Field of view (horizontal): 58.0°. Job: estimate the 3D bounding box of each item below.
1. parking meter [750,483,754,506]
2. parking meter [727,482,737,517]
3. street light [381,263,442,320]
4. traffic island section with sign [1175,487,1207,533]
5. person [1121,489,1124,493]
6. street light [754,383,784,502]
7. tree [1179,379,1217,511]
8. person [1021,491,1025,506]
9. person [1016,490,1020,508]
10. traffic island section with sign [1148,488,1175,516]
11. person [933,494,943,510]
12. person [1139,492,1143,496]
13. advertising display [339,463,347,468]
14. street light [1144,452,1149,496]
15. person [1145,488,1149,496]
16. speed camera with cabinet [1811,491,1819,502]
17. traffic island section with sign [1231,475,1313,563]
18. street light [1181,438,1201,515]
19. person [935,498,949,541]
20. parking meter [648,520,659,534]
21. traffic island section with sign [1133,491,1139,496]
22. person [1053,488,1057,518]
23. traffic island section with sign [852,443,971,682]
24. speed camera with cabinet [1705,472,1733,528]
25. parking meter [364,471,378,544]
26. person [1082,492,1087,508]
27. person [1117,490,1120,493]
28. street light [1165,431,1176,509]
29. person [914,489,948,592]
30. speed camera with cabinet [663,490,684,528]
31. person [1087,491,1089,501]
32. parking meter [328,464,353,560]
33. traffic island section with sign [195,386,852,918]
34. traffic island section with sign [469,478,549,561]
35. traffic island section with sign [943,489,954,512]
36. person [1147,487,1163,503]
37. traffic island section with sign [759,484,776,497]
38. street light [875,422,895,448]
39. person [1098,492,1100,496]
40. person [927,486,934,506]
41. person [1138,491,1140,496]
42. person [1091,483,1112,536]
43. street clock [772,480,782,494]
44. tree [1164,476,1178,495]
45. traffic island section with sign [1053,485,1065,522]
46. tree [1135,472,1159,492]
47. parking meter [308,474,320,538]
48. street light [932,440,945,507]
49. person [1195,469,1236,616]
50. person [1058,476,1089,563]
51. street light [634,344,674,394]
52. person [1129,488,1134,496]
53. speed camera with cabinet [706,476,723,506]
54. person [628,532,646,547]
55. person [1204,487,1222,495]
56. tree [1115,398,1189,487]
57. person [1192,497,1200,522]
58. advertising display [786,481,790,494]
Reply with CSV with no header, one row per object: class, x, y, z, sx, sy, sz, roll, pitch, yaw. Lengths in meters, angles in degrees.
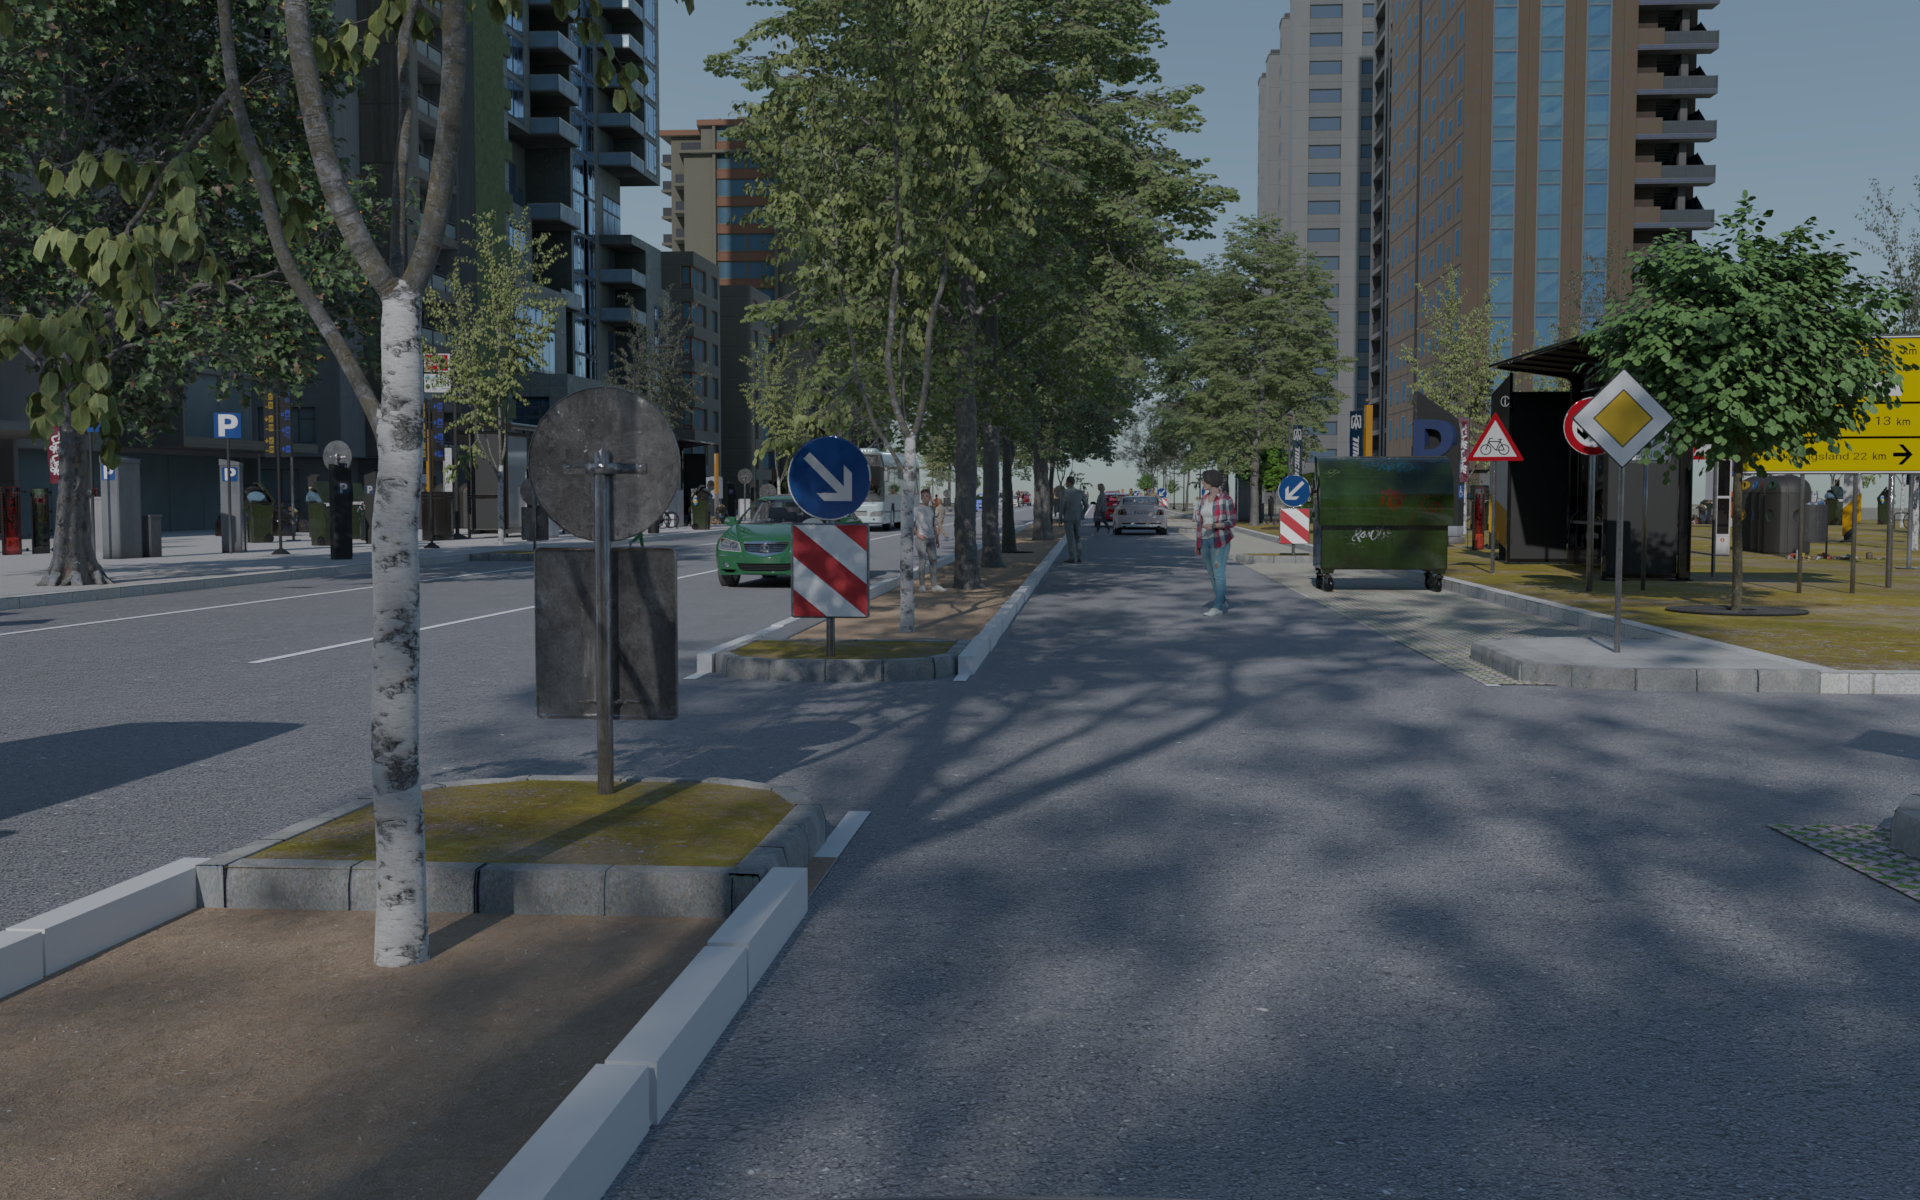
parking meter,-10.560,-5.048,88.250,0.255,1.863,0.399,-1,4,-12
parking meter,-10.940,-4.736,83.140,0.399,1.863,0.255,0,4,4
street light,-11.106,-3.819,34.980,1.470,5.913,1.316,0,4,5
traffic island section with sign,9.053,-3.371,63.745,1.989,1.847,2.006,0,4,5
person,9.765,-5.800,103.882,0.990,1.755,0.434,1,4,20
street light,-8.089,-6.137,72.886,1.470,5.913,1.316,0,4,5
tree,17.939,-12.239,134.524,7.601,10.594,8.767,1,4,15
person,7.232,-11.741,200.993,0.721,1.766,1.217,1,4,15
person,6.108,-10.653,182.689,0.705,1.822,1.348,0,4,2
traffic island section with sign,13.102,-6.413,113.479,1.989,1.847,2.006,0,4,5
person,-1.379,-5.440,100.696,1.065,1.426,0.557,-2,4,-33
person,8.482,-4.272,80.941,0.523,1.515,0.503,2,4,31
advertising display,-12.783,-1.879,35.934,0.123,1.923,0.974,-1,4,-17
street light,21.063,-13.279,189.646,1.470,5.913,1.316,0,4,5
person,11.278,-5.838,104.042,0.705,1.812,1.348,0,4,-2
speed camera with cabinet,39.125,-5.312,81.183,2.038,3.252,0.660,2,4,33
traffic island section with sign,6.851,-1.706,36.513,1.989,1.847,2.006,0,4,5
street light,14.437,-8.285,107.995,1.470,5.913,1.316,0,4,5
person,-0.612,-2.440,52.659,0.640,1.303,0.475,2,4,24
parking meter,-9.981,-2.934,56.385,0.372,1.533,0.369,0,3,0
traffic island section with sign,15.311,-8.075,140.648,1.989,1.847,2.006,0,4,5
person,5.698,-5.927,105.494,1.348,1.812,0.705,0,3,0
traffic island section with sign,-0.965,-0.371,14.197,2.006,1.907,1.989,0,4,5
speed camera with cabinet,29.464,-4.400,66.270,2.038,3.252,0.660,-2,4,-26
parking meter,-15.059,-2.368,44.434,0.399,1.863,0.255,1,4,21
person,11.062,-8.854,154.180,0.541,1.710,0.530,1,4,19
person,11.609,-7.228,127.461,1.217,1.735,0.721,2,4,31
street light,15.898,-9.454,127.110,1.470,5.913,1.316,0,4,5
person,-0.475,-0.875,25.394,0.523,1.515,0.503,2,4,25
speed camera with cabinet,-11.263,-4.442,66.964,0.660,3.252,2.038,0,4,8
person,17.859,-14.332,242.925,0.705,1.812,1.348,0,4,-6
parking meter,-12.132,-1.728,33.963,0.255,1.863,0.399,3,5,42
traffic island section with sign,-1.574,0.081,6.815,2.006,1.907,1.989,0,4,5
traffic island section with sign,-9.468,-1.796,37.985,1.989,1.847,2.006,0,4,5
traffic island section with sign,-1.024,-8.151,141.891,1.989,1.847,2.006,0,4,5
person,10.225,-5.109,92.035,1.348,1.823,0.705,2,4,31
traffic island section with sign,-7.260,-3.452,65.076,1.989,1.847,2.006,0,4,5
street light,-4.873,-8.484,111.261,1.470,5.913,1.316,0,4,5
person,15.735,-11.246,193.158,1.217,1.735,0.721,-3,5,-41
person,-1.522,-4.653,84.775,0.606,1.804,0.583,1,4,18
person,21.225,-12.028,205.021,0.709,1.838,0.599,1,4,21
person,4.840,-3.083,59.082,0.728,1.800,0.709,0,4,7
street clock,-9.183,-5.048,87.103,0.471,2.002,0.358,-1,4,-17
tree,22.179,-11.404,181.053,1.663,3.219,1.824,0,3,0
traffic island section with sign,5.112,-4.951,89.090,2.006,1.907,1.989,0,4,5
tree,25.676,-15.458,236.448,4.285,4.588,4.351,0,3,0
parking meter,-19.087,-2.783,51.212,0.255,1.863,0.399,0,4,-3
street light,-1.809,-10.845,149.857,1.470,5.913,1.316,0,4,5
person,3.039,-0.680,20.457,0.643,1.720,0.563,-2,4,-34
person,2.359,-1.689,36.219,0.635,1.810,0.391,-2,4,-32
street light,-9.579,-4.978,53.931,1.470,5.913,1.316,0,4,5
person,11.196,-6.432,113.759,0.705,1.812,1.348,-1,4,-17
speed camera with cabinet,-13.338,-5.867,90.260,2.038,3.252,0.660,2,4,31
person,-8.459,-2.001,45.467,0.590,1.304,0.306,-3,4,-37
person,6.507,-2.176,44.177,0.679,1.850,0.850,2,4,32
tree,23.895,-18.620,214.802,12.009,13.543,11.850,0,3,0
person,11.982,-4.609,88.142,0.394,1.301,0.425,3,4,38
advertising display,-8.391,-4.939,85.960,0.123,1.923,0.974,1,4,16
